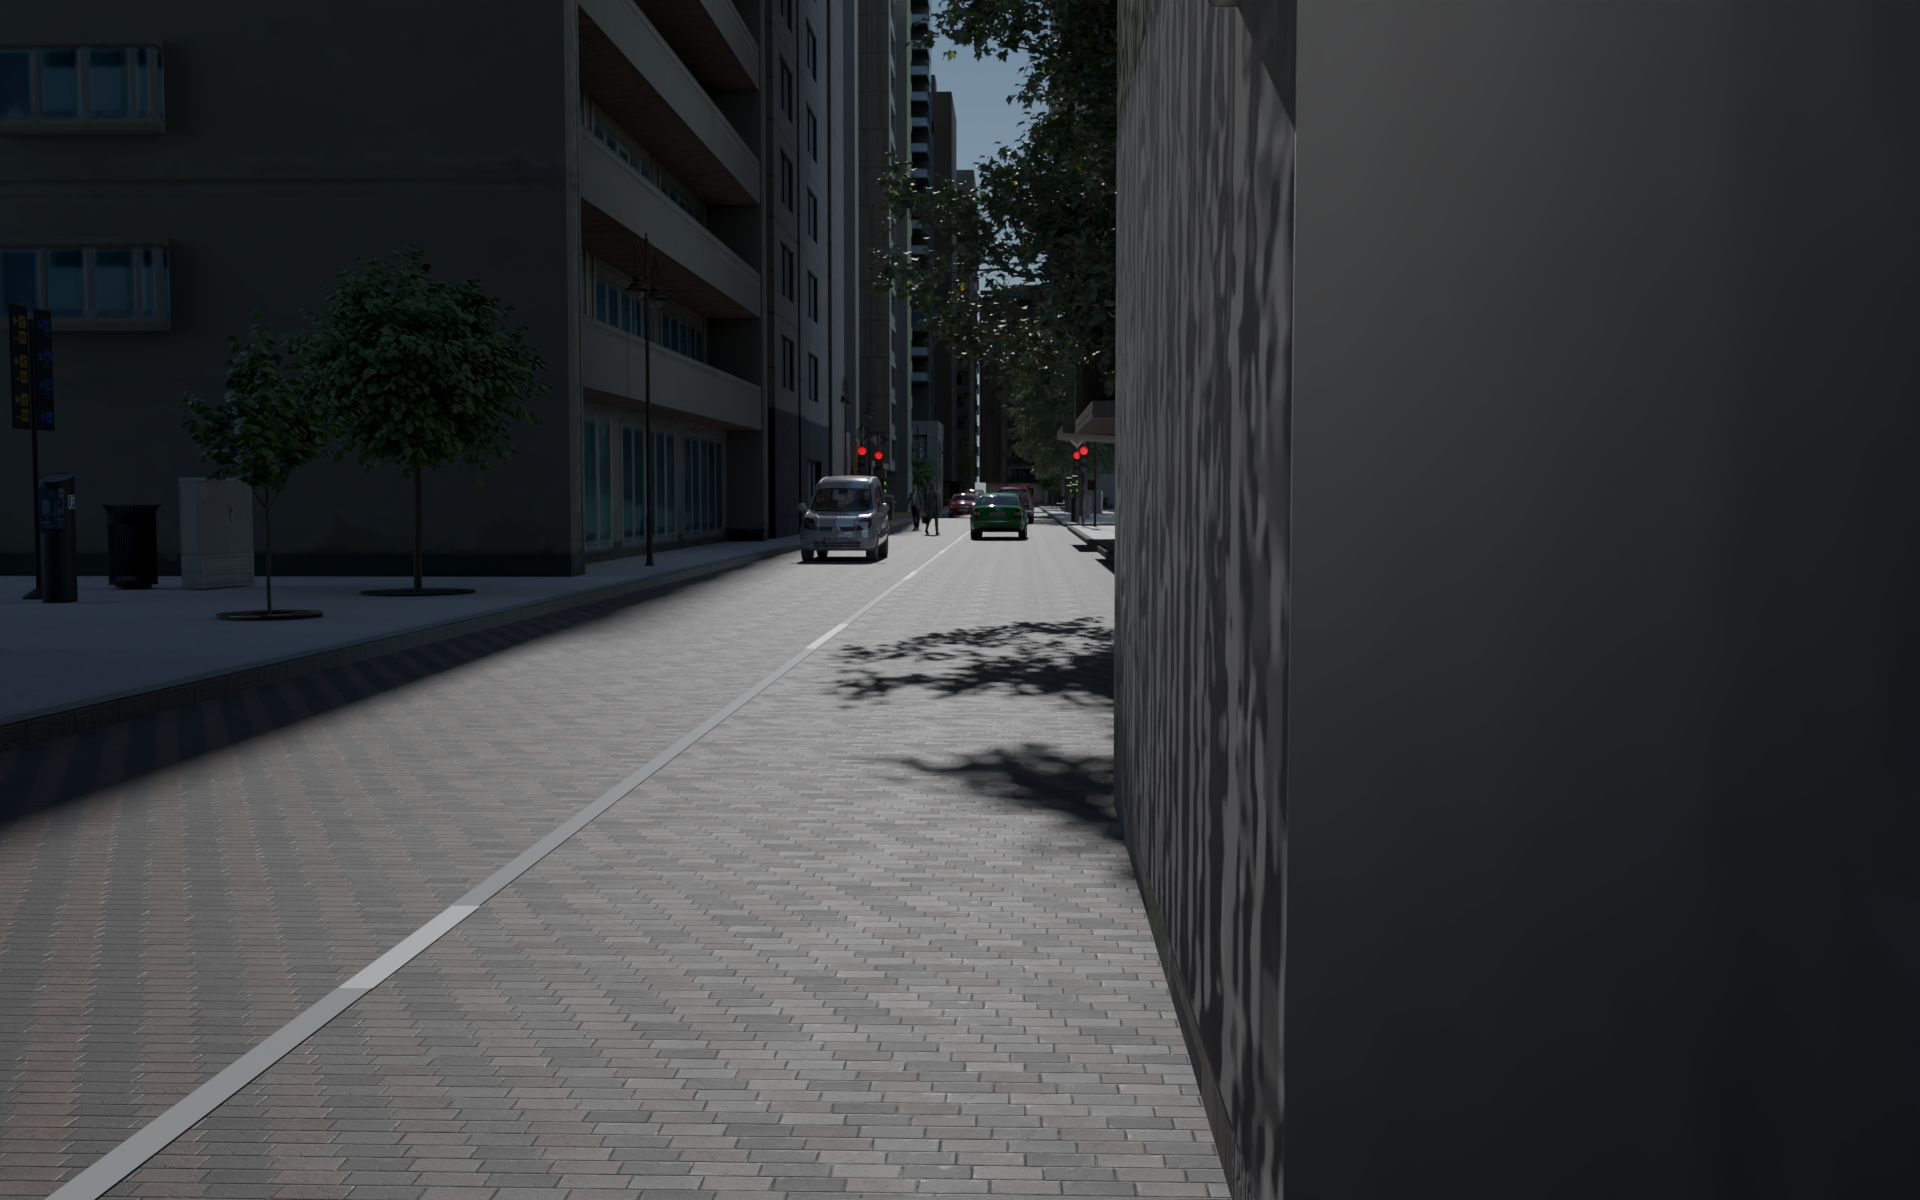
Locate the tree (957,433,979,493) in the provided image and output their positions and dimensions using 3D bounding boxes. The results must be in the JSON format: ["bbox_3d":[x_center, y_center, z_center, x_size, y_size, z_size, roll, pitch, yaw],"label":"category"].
[{"bbox_3d":[0.185,-15.320,200.837,4.737,8.622,4.395,0,3,0],"label":"tree"}]

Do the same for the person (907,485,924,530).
[{"bbox_3d":[-1.786,-3.693,69.276,0.661,1.777,0.834,0,4,1],"label":"person"}]

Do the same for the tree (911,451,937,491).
[{"bbox_3d":[-3.424,-9.001,130.884,4.285,4.588,4.351,0,3,0],"label":"tree"}]

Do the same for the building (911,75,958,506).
[{"bbox_3d":[-7.523,-32.998,189.626,14.600,45.320,14.200,0,4,2],"label":"building"}]

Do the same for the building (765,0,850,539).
[{"bbox_3d":[-15.079,-37.901,57.940,20.611,71.187,20.563,0,4,2],"label":"building"}]

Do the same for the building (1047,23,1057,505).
[{"bbox_3d":[21.311,-40.996,212.289,21.231,58.520,28.212,0,4,2],"label":"building"}]

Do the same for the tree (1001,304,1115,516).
[{"bbox_3d":[7.587,-13.043,119.914,9.857,13.997,8.962,0,3,0],"label":"tree"}]

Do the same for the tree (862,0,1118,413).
[{"bbox_3d":[3.943,-6.499,23.273,9.611,12.733,9.660,0,3,0],"label":"tree"}]

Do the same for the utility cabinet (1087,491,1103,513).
[{"bbox_3d":[8.782,-6.432,113.838,1.173,1.500,0.318,2,4,28],"label":"utility cabinet"}]

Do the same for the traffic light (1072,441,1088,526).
[{"bbox_3d":[4.865,-4.869,68.523,0.839,4.253,0.868,0,4,2],"label":"traffic light"}]

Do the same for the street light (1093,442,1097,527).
[{"bbox_3d":[5.292,-5.803,67.674,0.468,5.910,1.993,0,4,2],"label":"street light"}]

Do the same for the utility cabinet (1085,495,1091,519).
[{"bbox_3d":[6.730,-4.902,91.314,0.306,1.237,1.020,0,4,7],"label":"utility cabinet"}]

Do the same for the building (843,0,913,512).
[{"bbox_3d":[-10.792,-26.730,120.622,14.154,41.232,14.086,0,4,2],"label":"building"}]

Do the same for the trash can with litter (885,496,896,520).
[{"bbox_3d":[-3.524,-4.524,85.347,0.624,1.170,1.055,0,4,4],"label":"trash can with litter"}]

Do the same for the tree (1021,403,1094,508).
[{"bbox_3d":[8.348,-14.052,147.871,7.486,12.596,7.792,0,3,0],"label":"tree"}]

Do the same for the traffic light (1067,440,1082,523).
[{"bbox_3d":[5.142,-5.357,76.503,0.839,4.253,0.868,0,4,2],"label":"traffic light"}]

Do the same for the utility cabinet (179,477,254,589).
[{"bbox_3d":[-10.100,-0.912,23.585,0.318,1.500,1.173,1,4,12],"label":"utility cabinet"}]

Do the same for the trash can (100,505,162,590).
[{"bbox_3d":[-11.181,-0.719,23.401,0.748,1.137,0.748,0,3,0],"label":"trash can"}]

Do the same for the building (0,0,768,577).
[{"bbox_3d":[-16.288,-25.226,36.143,21.300,48.544,21.600,0,4,2],"label":"building"}]

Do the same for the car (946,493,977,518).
[{"bbox_3d":[0.243,-5.858,104.811,2.155,1.783,4.494,0,4,2],"label":"car"}]

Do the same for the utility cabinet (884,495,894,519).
[{"bbox_3d":[-3.860,-4.669,87.504,1.020,1.237,0.306,-2,4,-24],"label":"utility cabinet"}]

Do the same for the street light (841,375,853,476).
[{"bbox_3d":[-4.434,-5.762,66.995,0.468,5.910,1.993,0,4,2],"label":"street light"}]

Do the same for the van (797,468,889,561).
[{"bbox_3d":[-2.533,-1.927,38.511,2.013,2.044,4.112,0,4,2],"label":"van"}]

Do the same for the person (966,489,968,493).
[{"bbox_3d":[0.545,-6.993,123.241,0.834,1.777,0.661,-1,4,-18],"label":"person"}]

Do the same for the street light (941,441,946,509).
[{"bbox_3d":[-1.444,-10.855,150.272,0.468,5.910,1.993,0,4,2],"label":"street light"}]

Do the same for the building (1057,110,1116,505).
[{"bbox_3d":[23.929,-35.475,169.249,28.713,52.752,27.495,0,4,2],"label":"building"}]

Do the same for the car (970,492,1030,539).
[{"bbox_3d":[1.300,-2.925,56.616,1.959,1.807,4.718,0,4,3],"label":"car"}]

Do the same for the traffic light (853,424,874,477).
[{"bbox_3d":[-3.841,-4.886,68.808,0.839,4.253,0.868,0,4,2],"label":"traffic light"}]

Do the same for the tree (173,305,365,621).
[{"bbox_3d":[-7.299,-1.425,17.900,1.663,3.219,1.824,0,3,0],"label":"tree"}]

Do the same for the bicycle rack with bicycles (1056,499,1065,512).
[{"bbox_3d":[8.211,-6.870,125.710,2.852,0.926,2.925,-2,4,-24],"label":"bicycle rack with bicycles"}]

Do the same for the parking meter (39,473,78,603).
[{"bbox_3d":[-10.657,-0.738,20.470,0.372,1.533,0.369,0,3,0],"label":"parking meter"}]

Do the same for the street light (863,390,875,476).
[{"bbox_3d":[-4.031,-6.377,77.048,0.468,5.910,1.993,0,4,2],"label":"street light"}]

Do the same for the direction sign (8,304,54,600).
[{"bbox_3d":[-11.277,-1.781,21.109,0.379,3.537,0.876,0,4,1],"label":"direction sign"}]

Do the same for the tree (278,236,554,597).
[{"bbox_3d":[-6.935,-2.352,22.171,4.285,4.588,4.351,0,3,0],"label":"tree"}]

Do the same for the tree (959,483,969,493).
[{"bbox_3d":[0.372,-14.367,229.494,1.663,3.219,1.824,0,3,0],"label":"tree"}]

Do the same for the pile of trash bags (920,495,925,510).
[{"bbox_3d":[-3.356,-7.851,138.109,1.912,1.369,3.447,2,4,30],"label":"pile of trash bags"}]

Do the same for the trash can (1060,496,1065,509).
[{"bbox_3d":[8.613,-8.104,144.156,0.748,1.137,0.748,0,3,0],"label":"trash can"}]

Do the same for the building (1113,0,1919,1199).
[{"bbox_3d":[7.779,-19.852,8.178,14.154,41.232,14.086,0,4,2],"label":"building"}]

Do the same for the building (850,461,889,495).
[{"bbox_3d":[-20.407,-24.593,93.980,32.217,40.220,23.993,0,4,2],"label":"building"}]

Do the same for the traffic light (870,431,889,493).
[{"bbox_3d":[-3.564,-5.374,76.788,0.839,4.253,0.868,0,4,2],"label":"traffic light"}]

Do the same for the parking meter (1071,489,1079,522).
[{"bbox_3d":[5.254,-4.316,78.983,0.372,1.533,0.369,0,3,0],"label":"parking meter"}]

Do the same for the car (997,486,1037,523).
[{"bbox_3d":[2.692,-4.757,86.458,2.281,1.827,5.304,0,4,3],"label":"car"}]

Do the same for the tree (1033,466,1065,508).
[{"bbox_3d":[8.243,-10.498,155.356,4.285,4.588,4.351,0,3,0],"label":"tree"}]

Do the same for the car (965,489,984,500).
[{"bbox_3d":[1.148,-7.923,138.209,2.281,1.827,5.304,0,4,0],"label":"car"}]

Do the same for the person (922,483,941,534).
[{"bbox_3d":[-0.971,-3.243,61.630,0.694,1.812,0.767,-2,4,-27],"label":"person"}]

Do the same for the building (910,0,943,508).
[{"bbox_3d":[-12.538,-52.190,165.970,22.319,86.520,31.000,0,4,2],"label":"building"}]

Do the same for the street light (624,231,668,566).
[{"bbox_3d":[-5.546,-3.547,30.780,0.468,5.910,1.993,0,4,2],"label":"street light"}]

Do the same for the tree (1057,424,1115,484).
[{"bbox_3d":[8.358,-10.916,128.846,4.737,8.622,4.395,0,3,0],"label":"tree"}]

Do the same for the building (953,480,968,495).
[{"bbox_3d":[-13.727,-34.374,216.646,28.867,44.769,22.147,0,4,2],"label":"building"}]

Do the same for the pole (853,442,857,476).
[{"bbox_3d":[-4.067,-4.497,67.369,0.158,3.312,0.155,0,3,0],"label":"pole"}]

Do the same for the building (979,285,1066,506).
[{"bbox_3d":[9.646,-28.776,242.183,14.107,30.474,14.160,0,4,2],"label":"building"}]

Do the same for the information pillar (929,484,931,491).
[{"bbox_3d":[-1.955,-7.130,121.065,0.304,2.012,0.304,1,4,13],"label":"information pillar"}]

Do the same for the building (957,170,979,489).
[{"bbox_3d":[-8.242,-38.064,246.052,21.600,48.544,21.300,0,4,2],"label":"building"}]

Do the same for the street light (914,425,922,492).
[{"bbox_3d":[-2.770,-8.620,113.730,0.468,5.910,1.993,0,4,2],"label":"street light"}]

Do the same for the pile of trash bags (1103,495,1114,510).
[{"bbox_3d":[12.946,-8.284,145.190,1.912,1.369,3.447,1,4,20],"label":"pile of trash bags"}]
